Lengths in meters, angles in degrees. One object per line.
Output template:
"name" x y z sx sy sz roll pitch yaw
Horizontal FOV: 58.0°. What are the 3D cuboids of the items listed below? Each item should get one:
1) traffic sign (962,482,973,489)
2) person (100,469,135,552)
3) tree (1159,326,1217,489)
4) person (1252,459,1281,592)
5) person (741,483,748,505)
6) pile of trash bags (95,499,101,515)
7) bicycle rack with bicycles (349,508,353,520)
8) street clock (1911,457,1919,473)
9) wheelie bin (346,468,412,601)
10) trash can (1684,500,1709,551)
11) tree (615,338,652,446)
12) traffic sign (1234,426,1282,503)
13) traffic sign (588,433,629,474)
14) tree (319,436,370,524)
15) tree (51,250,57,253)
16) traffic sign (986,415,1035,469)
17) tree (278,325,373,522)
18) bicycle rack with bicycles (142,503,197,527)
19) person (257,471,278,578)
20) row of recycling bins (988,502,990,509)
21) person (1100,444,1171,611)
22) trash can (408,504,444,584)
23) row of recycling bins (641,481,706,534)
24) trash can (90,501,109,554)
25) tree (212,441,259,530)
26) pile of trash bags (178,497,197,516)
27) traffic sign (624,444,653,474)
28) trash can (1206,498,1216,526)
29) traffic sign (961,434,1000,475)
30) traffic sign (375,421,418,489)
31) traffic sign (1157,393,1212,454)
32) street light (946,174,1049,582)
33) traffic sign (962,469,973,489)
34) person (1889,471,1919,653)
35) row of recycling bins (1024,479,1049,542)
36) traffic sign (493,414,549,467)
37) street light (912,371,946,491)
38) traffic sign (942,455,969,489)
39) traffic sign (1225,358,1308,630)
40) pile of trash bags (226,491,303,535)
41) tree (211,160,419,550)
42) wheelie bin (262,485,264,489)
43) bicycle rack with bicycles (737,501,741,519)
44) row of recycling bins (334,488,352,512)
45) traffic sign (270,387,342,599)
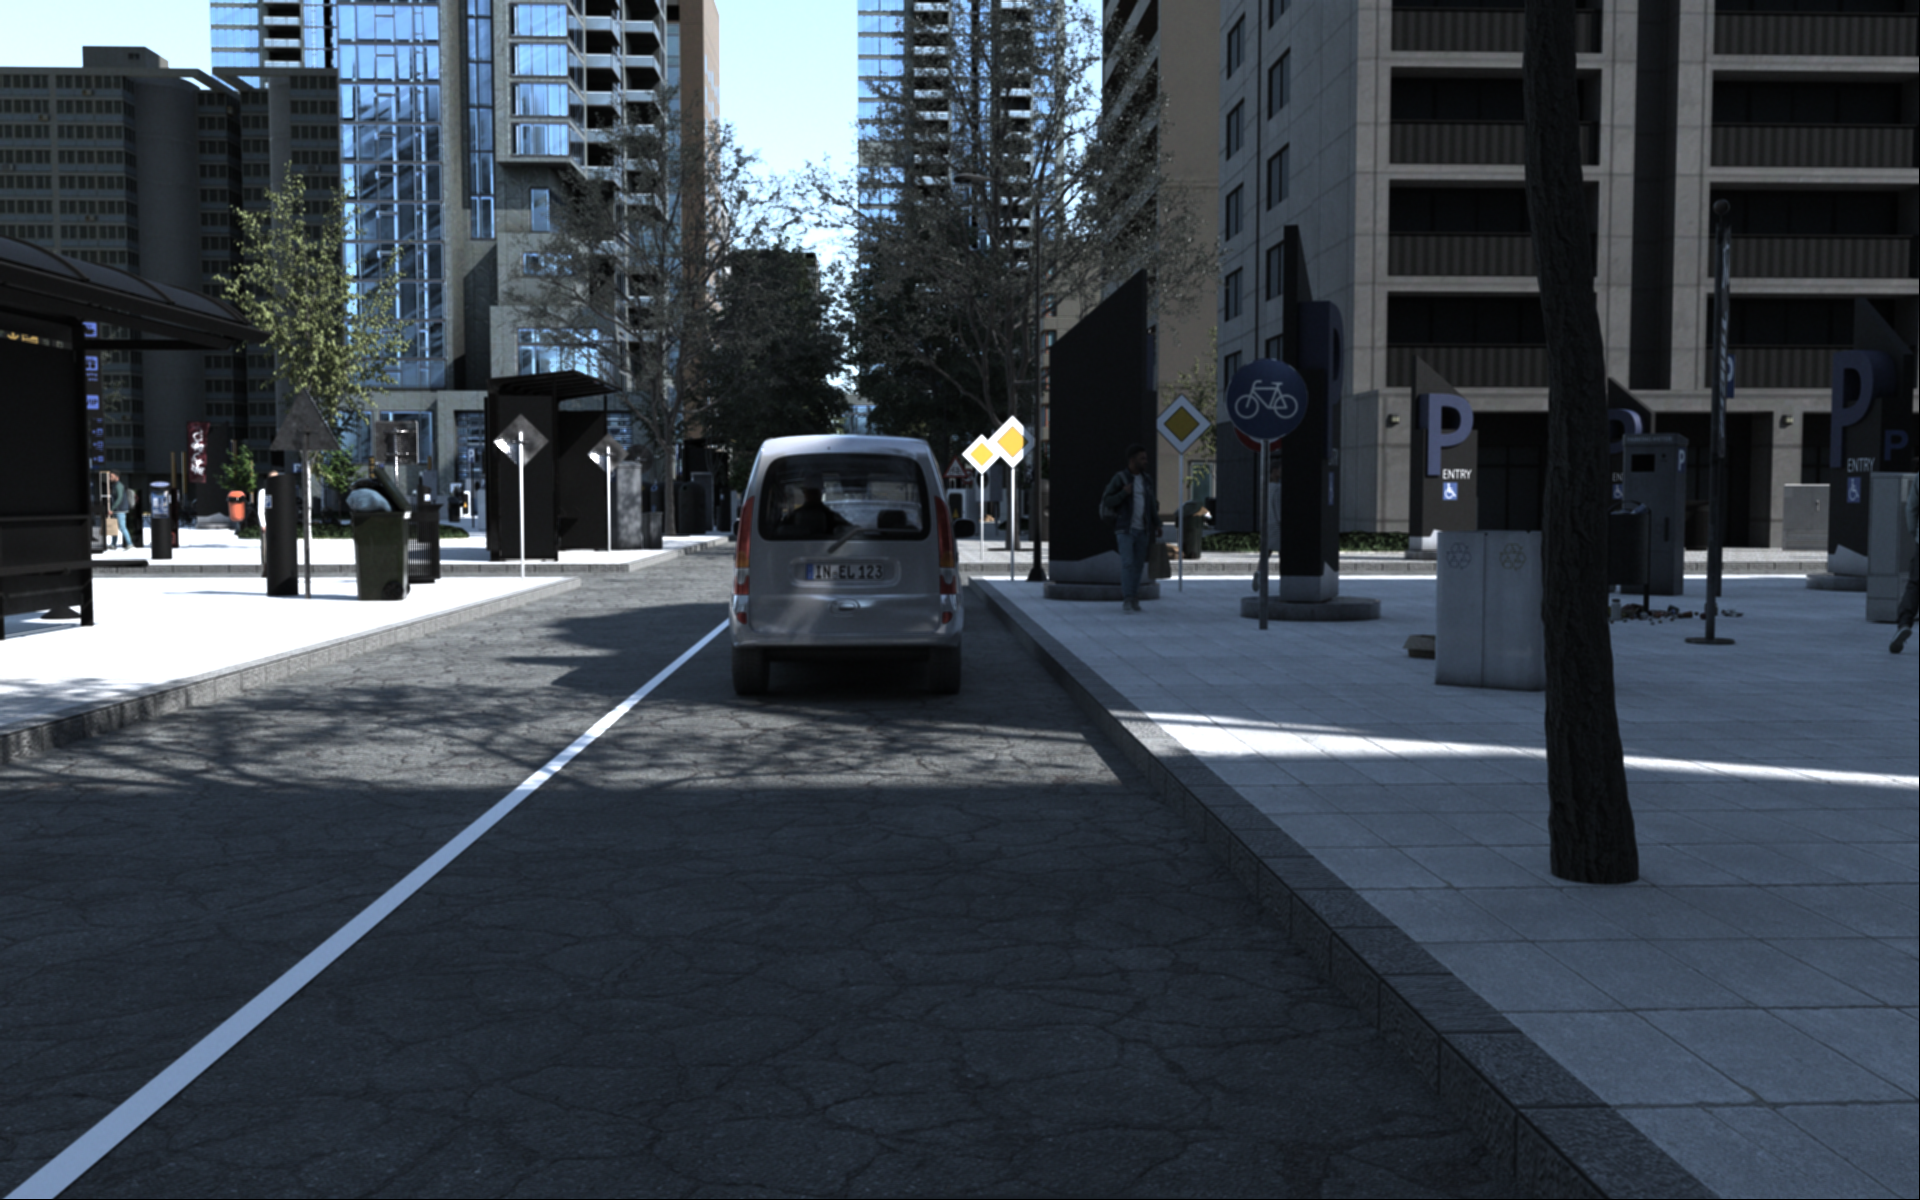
"traffic sign" 0.296 -5.977 97.724 0.884 2.594 0.081 0 4 0
"person" -18.690 -1.980 38.401 0.713 1.824 0.794 -1 4 -10
"tree" 10.879 -7.531 73.493 4.737 8.622 4.395 0 3 0
"person" 4.083 -0.959 22.478 0.466 1.731 0.760 3 4 37
"person" -9.286 -4.238 75.684 0.601 1.785 0.444 3 4 37
"pile of trash bags" -49.996 -5.661 102.309 3.447 1.369 1.912 0 4 7
"bicycle rack with bicycles" -27.123 -4.087 80.202 2.852 0.926 2.925 -1 4 -17
"street clock" 18.821 -1.797 33.951 0.471 2.002 0.358 -1 4 -8
"wheelie bin" -7.030 -0.800 20.989 0.693 1.594 0.980 -1 4 -10
"trash can" 16.784 -1.700 39.444 0.748 1.137 0.748 0 3 0
"tree" -14.301 -8.098 82.770 4.360 8.622 3.978 0 3 0
"traffic sign" 3.739 -1.297 21.308 0.768 2.556 0.104 0 4 6
"traffic sign" -6.746 -1.896 33.188 0.795 2.593 0.064 0 4 -3
"tree" -20.551 -3.862 57.743 1.663 3.219 1.824 0 3 0
"tree" -28.158 -6.263 52.760 4.360 8.622 3.978 0 3 0
"traffic sign" 0.793 -1.426 25.506 0.795 2.593 0.064 0 4 -3
"tree" -27.722 -7.642 75.307 4.360 8.622 3.978 0 3 0
"bicycle rack with bicycles" -33.603 -3.638 72.867 2.852 0.926 2.925 2 4 30
"person" -10.888 -1.140 27.368 0.478 1.798 0.641 -3 4 -38
"row of recycling bins" 2.885 -6.110 107.017 3.534 1.692 1.069 0 4 -2
"person" 1.930 -0.781 18.796 0.794 1.824 0.713 -1 4 -10
"trash can" -7.800 -0.811 24.913 0.748 1.137 0.748 0 3 0
"row of recycling bins" -9.468 -3.015 56.403 1.069 1.692 3.534 -3 5 -43
"trash can" -18.692 -1.565 37.241 0.748 1.137 0.748 0 3 0
"tree" -25.381 -4.092 61.508 1.663 3.219 1.824 0 3 0
"pile of trash bags" -44.326 -5.547 100.440 3.447 1.369 1.912 1 4 17
"traffic sign" -8.213 -2.701 44.269 0.768 2.556 0.104 0 4 5
"trash can" 10.305 -3.585 70.265 0.748 1.137 0.748 0 3 0
"traffic sign" 0.442 -1.914 33.483 0.795 2.593 0.064 0 4 -3
"traffic sign" -7.877 -1.351 24.226 0.606 2.300 0.079 0 4 5
"traffic sign" 2.920 -1.406 22.715 0.795 2.593 0.064 0 3 0
"street light" 0.598 -3.228 25.313 1.470 5.913 1.316 0 4 -3
"traffic sign" 0.392 -5.301 86.784 0.768 2.556 0.104 0 4 1
"person" 7.871 -0.440 13.729 0.515 1.767 0.782 -3 4 -38
"row of recycling bins" 2.492 -2.521 48.328 1.069 1.692 3.534 0 4 7
"traffic sign" -6.395 -1.408 25.211 0.795 2.593 0.064 0 4 -3
"street light" -1.102 -5.684 65.476 1.470 5.913 1.316 0 4 -3
"traffic sign" -0.144 -3.489 57.052 0.884 2.594 0.081 0 4 5
"traffic sign" 2.879 -0.994 16.352 0.768 2.556 0.104 0 4 6
"pile of trash bags" -21.836 -2.717 54.172 1.912 1.369 3.447 0 4 7
"tree" -14.667 -5.446 39.403 4.737 8.622 4.395 0 3 0
"wheelie bin" -23.260 -3.107 58.715 0.980 1.594 0.693 -3 5 -45
"bicycle rack with bicycles" -10.863 -4.702 90.262 2.925 0.926 2.852 1 4 13
"row of recycling bins" -33.591 -5.337 94.377 1.069 1.692 3.534 -1 4 -19
"traffic sign" -7.970 -1.290 21.092 0.884 2.594 0.081 0 4 3
